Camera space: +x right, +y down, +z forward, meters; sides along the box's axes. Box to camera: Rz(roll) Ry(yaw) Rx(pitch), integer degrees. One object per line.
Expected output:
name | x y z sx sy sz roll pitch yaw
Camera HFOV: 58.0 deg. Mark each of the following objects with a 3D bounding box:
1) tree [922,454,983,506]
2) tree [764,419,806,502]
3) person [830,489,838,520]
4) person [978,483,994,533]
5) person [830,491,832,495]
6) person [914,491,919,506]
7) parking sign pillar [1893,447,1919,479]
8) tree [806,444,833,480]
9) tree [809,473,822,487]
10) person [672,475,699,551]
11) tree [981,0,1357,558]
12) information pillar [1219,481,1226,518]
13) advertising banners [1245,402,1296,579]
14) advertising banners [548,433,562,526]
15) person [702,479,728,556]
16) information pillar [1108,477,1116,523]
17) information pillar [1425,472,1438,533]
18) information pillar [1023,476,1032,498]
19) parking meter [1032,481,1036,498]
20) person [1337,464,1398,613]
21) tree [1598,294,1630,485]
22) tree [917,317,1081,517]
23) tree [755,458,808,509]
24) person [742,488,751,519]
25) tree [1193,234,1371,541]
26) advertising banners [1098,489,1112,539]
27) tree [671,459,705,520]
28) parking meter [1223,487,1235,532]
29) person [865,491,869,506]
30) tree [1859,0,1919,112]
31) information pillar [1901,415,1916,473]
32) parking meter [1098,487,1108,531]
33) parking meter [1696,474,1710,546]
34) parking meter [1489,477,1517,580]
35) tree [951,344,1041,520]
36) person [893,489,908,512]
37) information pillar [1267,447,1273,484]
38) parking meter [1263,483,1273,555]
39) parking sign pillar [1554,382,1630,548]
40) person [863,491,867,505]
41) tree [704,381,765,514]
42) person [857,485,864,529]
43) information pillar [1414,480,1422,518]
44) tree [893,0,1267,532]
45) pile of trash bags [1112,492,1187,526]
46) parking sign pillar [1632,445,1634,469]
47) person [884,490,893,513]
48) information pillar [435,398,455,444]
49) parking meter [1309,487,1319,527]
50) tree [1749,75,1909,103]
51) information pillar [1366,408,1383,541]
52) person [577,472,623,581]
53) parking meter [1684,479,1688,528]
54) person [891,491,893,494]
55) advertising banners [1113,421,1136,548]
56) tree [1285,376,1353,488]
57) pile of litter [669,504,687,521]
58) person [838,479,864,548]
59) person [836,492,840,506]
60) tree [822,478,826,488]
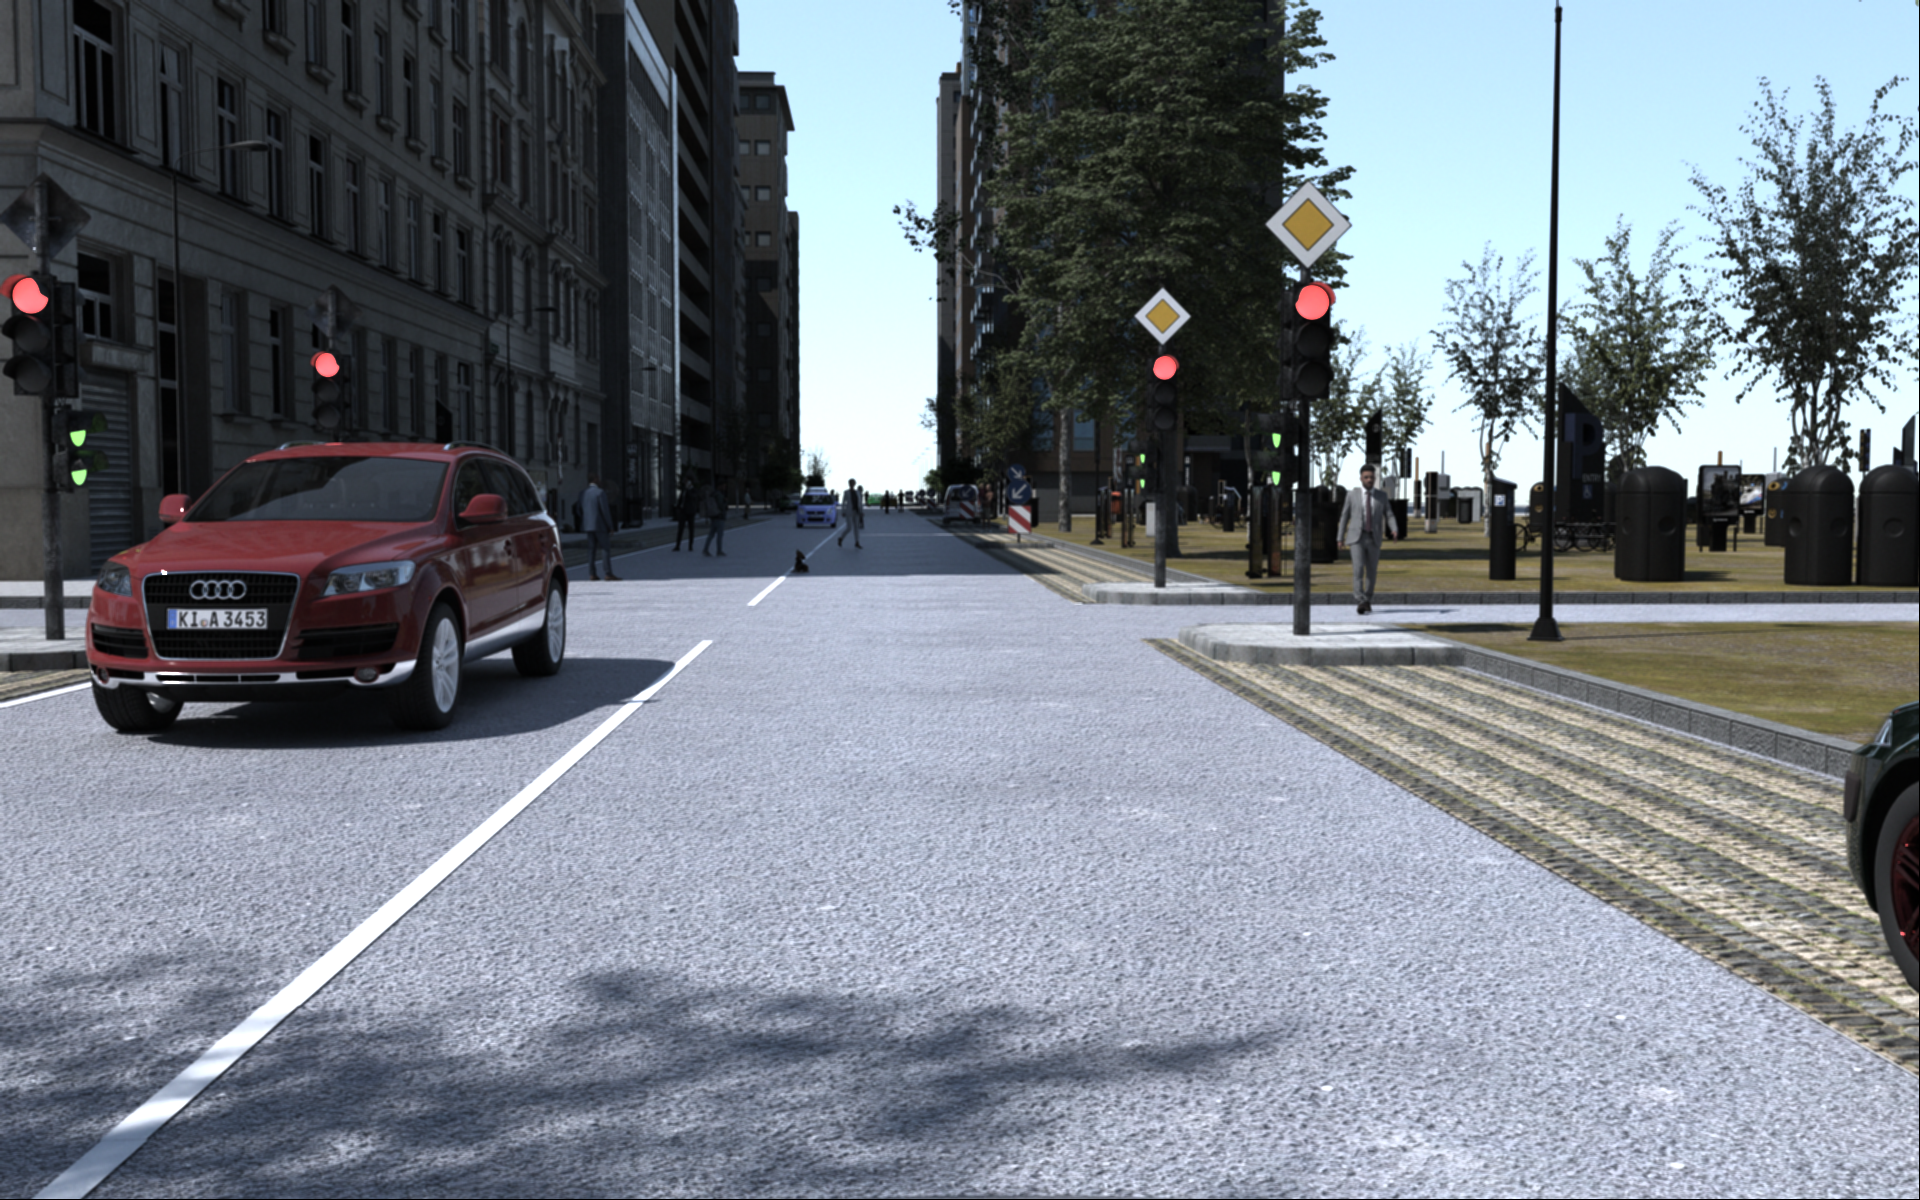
tree | 0.039 -8.784 127.325 4.285 4.588 4.351 0 3 0
tree | -17.364 -13.359 168.786 4.737 8.622 4.395 0 3 0
person | -6.952 -5.210 94.693 0.512 1.701 0.522 -1 4 -22
person | 0.922 -3.391 63.911 0.580 1.828 0.573 -1 4 -15
person | -14.470 -11.358 194.290 0.705 1.812 1.348 1 4 14
person | -5.098 -11.896 202.863 0.599 1.838 0.709 3 5 39
parking sign pillar | 53.634 -6.713 98.223 1.447 3.967 1.447 0 4 4
tree | -21.270 -18.784 257.476 4.360 8.622 3.978 0 3 0
tree | -17.984 -12.377 186.076 4.285 4.588 4.351 0 3 0
person | -6.906 -2.191 43.691 0.648 1.900 0.474 1 4 16
tree | 4.100 -7.108 34.350 7.486 12.596 7.792 0 3 0
information pillar | 14.309 -5.504 94.478 0.304 2.012 0.304 2 4 34
advertising banners | 4.890 -1.880 26.920 0.090 3.025 2.074 2 4 32
advertising banners | -11.444 -3.218 48.794 0.090 3.025 2.074 0 4 1
person | -5.569 -1.893 39.803 0.623 1.781 0.721 3 5 44
information pillar | 6.686 -4.377 76.057 0.304 2.012 0.304 0 4 -7
information pillar | 15.445 -3.196 56.744 0.304 2.012 0.304 -1 4 -11
information pillar | 2.788 -4.124 71.912 0.304 2.012 0.304 -1 4 -19
parking meter | 3.205 -4.394 77.556 0.399 1.863 0.255 0 4 -2
person | 4.904 -0.740 20.878 0.678 1.792 0.850 0 4 5
tree | 23.839 -6.809 61.692 4.360 8.622 3.978 0 3 0
tree | 1.914 -9.640 92.032 8.767 10.594 7.601 -1 4 -13
tree | -16.675 -10.438 154.380 4.285 4.588 4.351 0 3 0
person | -11.966 -5.387 97.070 0.515 1.767 0.782 0 4 -3
tree | 8.142 -5.905 46.905 4.737 8.622 4.395 0 3 0
advertising banners | 4.346 -3.329 50.612 0.090 3.025 2.074 1 4 20
tree | -13.478 -5.658 87.110 1.663 3.219 1.824 0 3 0
parking meter | 9.128 -3.083 58.811 0.372 1.533 0.369 0 3 0
person | -10.755 -11.837 202.172 0.705 1.807 1.348 -2 4 -30
tree | 6.539 -3.636 9.810 4.737 8.622 4.395 0 3 0
information pillar | 28.060 -3.666 51.288 0.504 3.616 0.183 -2 4 -27
parking meter | 4.915 -3.135 59.663 0.372 1.533 0.369 0 3 0
parking meter | 18.293 -2.249 42.475 0.399 1.863 0.255 0 4 0
parking meter | 8.106 -1.066 25.843 0.372 1.533 0.369 0 3 0
tree | 1.962 -8.176 84.048 4.737 8.622 4.395 0 3 0
person | -4.715 -7.919 138.003 1.348 1.821 0.705 2 4 26
information pillar | 15.320 -5.738 85.164 0.504 3.616 0.183 3 5 42
parking meter | 6.596 -1.739 36.848 0.372 1.533 0.369 0 3 0
parking sign pillar | 15.046 -3.272 41.968 1.447 3.967 1.447 -2 4 -33
person | -12.096 -13.115 222.915 1.348 1.826 0.705 -2 4 -34
tree | -14.447 -9.883 111.947 4.360 8.622 3.978 0 3 0
person | -4.248 -3.882 72.148 0.526 1.800 0.537 1 4 21
information pillar | 24.167 -5.319 91.465 0.304 2.012 0.304 0 4 -8
tree | 4.105 -12.450 59.443 12.611 20.169 13.585 0 3 0
pile of trash bags | 7.739 -3.772 71.429 3.447 1.369 1.912 2 4 26
parking sign pillar | 36.309 -6.524 95.141 1.447 3.967 1.447 1 4 22
person | -5.341 -7.309 128.721 0.721 1.735 1.217 -2 4 -30
information pillar | -12.516 -3.105 42.125 0.504 3.616 0.183 1 4 20
parking meter | 13.602 -3.558 66.580 0.372 1.533 0.369 0 3 0
tree | 14.645 -4.856 29.763 4.360 8.622 3.978 0 3 0
information pillar | 11.263 -3.410 47.112 0.183 3.616 0.504 -3 5 -42
person | -5.987 -1.218 28.595 0.721 1.800 0.419 1 4 20
parking meter | 27.603 -3.706 66.297 0.255 1.863 0.399 -3 5 -43
person | -9.463 -14.255 241.576 0.705 1.824 1.348 -1 4 -20
advertising banners | 3.951 -2.762 41.339 0.090 3.025 2.074 1 4 17
tree | 19.862 -8.877 95.505 4.360 8.622 3.978 0 3 0
pile of litter | -13.177 -4.158 81.954 1.176 0.858 1.719 -1 4 -12
person | -2.888 -2.289 45.803 0.818 1.842 0.514 3 5 41
person | -14.886 -12.397 211.993 0.742 1.727 0.445 1 4 23
tree | -20.815 -16.182 248.295 4.285 4.588 4.351 0 3 0
